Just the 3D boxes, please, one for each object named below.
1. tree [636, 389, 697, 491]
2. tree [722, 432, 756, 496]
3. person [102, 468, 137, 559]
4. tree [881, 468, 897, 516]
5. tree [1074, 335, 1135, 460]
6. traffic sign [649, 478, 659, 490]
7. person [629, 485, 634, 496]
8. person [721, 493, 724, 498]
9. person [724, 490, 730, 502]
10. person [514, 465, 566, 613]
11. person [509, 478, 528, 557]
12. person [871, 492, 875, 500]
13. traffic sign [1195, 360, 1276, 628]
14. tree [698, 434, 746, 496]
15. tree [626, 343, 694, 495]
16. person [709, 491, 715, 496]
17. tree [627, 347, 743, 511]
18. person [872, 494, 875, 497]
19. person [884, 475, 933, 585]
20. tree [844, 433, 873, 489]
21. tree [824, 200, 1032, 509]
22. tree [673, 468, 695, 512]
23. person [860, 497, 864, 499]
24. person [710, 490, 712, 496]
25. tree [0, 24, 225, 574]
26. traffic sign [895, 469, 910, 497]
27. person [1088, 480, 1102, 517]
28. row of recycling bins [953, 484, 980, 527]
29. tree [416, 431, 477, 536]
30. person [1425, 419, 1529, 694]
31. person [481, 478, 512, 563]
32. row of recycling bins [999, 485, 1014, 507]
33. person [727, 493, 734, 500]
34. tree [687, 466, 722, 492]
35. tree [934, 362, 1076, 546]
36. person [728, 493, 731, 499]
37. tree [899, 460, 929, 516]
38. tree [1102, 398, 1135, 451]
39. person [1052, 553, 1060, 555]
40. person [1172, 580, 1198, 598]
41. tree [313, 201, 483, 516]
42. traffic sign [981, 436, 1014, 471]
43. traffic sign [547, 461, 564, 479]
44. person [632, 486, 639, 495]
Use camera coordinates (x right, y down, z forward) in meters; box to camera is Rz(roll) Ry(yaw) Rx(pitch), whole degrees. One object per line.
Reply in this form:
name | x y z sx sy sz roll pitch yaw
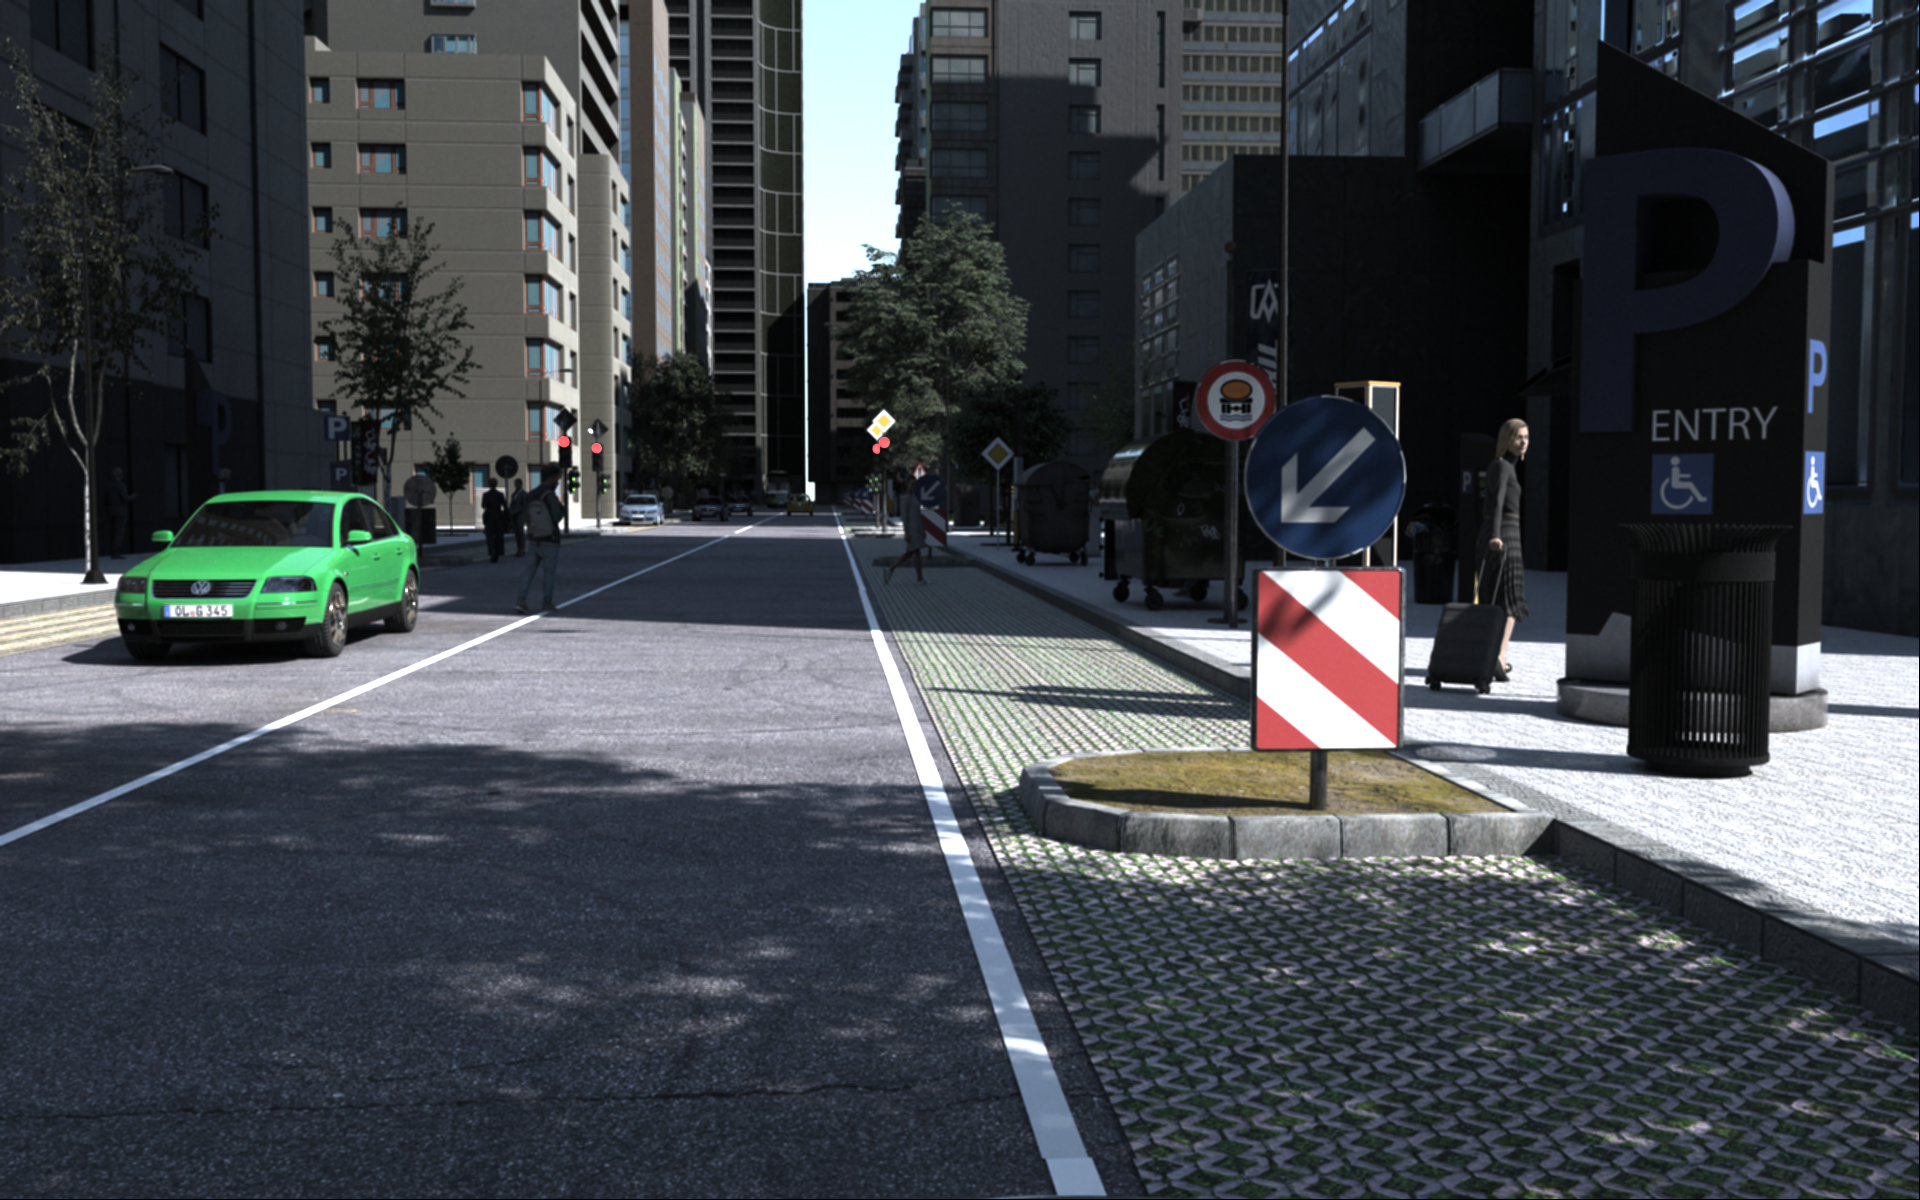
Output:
tree | -20.895 -10.486 121.802 4.360 8.622 3.978 0 3 0
tree | -26.669 -15.712 207.247 4.360 8.622 3.978 0 3 0
person | -16.673 -1.723 34.390 0.661 1.801 0.590 1 4 21
tree | -4.278 -6.985 108.798 1.663 3.219 1.824 0 3 0
tree | 7.348 -7.892 79.401 4.737 8.622 4.395 0 3 0
traffic sign | -19.238 -6.530 108.888 0.606 2.300 0.079 0 4 -4
person | -17.790 -5.306 93.370 0.480 1.755 0.524 -3 5 -40
person | -23.781 -10.032 173.329 0.557 1.426 1.065 2 4 25
person | -28.095 -12.476 210.111 1.350 1.814 0.705 0 4 -5
person | -5.005 -0.732 20.816 0.623 1.781 0.721 1 4 20
person | -10.152 -1.888 39.637 0.520 1.790 0.573 1 4 18
person | -9.638 -11.260 190.229 1.350 1.814 0.705 -1 4 -17
traffic sign | 2.622 -1.004 16.523 0.768 2.556 0.104 0 4 4
tree | -22.924 -12.703 158.049 4.737 8.622 4.395 0 3 0
tree | -19.099 -10.241 101.854 7.601 10.594 8.767 0 4 -1
person | -24.789 -10.103 171.191 1.348 1.831 0.705 1 4 12
tree | -21.613 -13.316 134.726 9.611 12.733 9.660 0 3 0
person | -8.270 -10.273 174.719 1.217 1.735 0.721 -1 4 -8
person | -0.800 -1.083 26.956 0.760 1.731 0.466 -1 4 -15
tree | -11.757 -15.624 205.814 4.737 8.622 4.395 0 3 0
tree | -1.241 -10.412 76.889 9.857 13.997 8.962 0 3 0
tree | -20.389 -8.060 126.381 1.663 3.219 1.824 0 3 0
person | -10.667 -11.058 187.282 0.683 1.767 0.568 0 4 -3
person | -26.010 -10.644 180.630 0.990 1.755 0.434 -1 4 -10
tree | -13.988 -4.730 27.702 4.360 8.622 3.978 0 3 0
traffic sign | -2.832 -5.228 85.581 0.768 2.556 0.104 0 4 -4
person | 3.941 -2.659 50.519 0.512 1.701 0.522 -1 4 -20
row of recycling bins | 0.259 -3.799 69.229 1.069 1.692 3.534 0 4 4
tree | -15.547 -3.581 53.158 1.663 3.219 1.824 0 3 0
person | 3.556 -0.336 11.758 0.699 1.804 1.509 3 5 40
person | -9.733 -1.675 36.307 0.576 1.772 0.534 -3 5 -42
row of recycling bins | 3.404 -4.131 74.648 3.534 1.692 1.069 0 4 2
person | -25.168 -11.073 190.277 0.799 1.438 0.628 -1 4 -15
tree | -22.383 -10.283 151.843 4.285 4.588 4.351 0 3 0
tree | 1.220 -3.639 43.212 4.285 4.588 4.351 0 3 0
person | -24.113 -10.515 181.230 0.557 1.426 1.065 -1 4 -16
tree | -2.025 -5.840 90.086 1.663 3.219 1.824 0 3 0
tree | 5.614 -3.928 47.933 4.285 4.588 4.351 0 3 0
person | 2.273 -1.874 36.596 0.656 1.842 0.836 -2 4 -32
person | 2.840 -0.924 21.496 0.721 1.781 0.623 2 4 34
tree | -14.620 -5.757 44.490 4.737 8.622 4.395 0 3 0
traffic sign | 0.883 -2.426 39.405 0.795 2.593 0.064 0 4 2
traffic sign | -15.847 -4.127 67.579 0.768 2.556 0.104 0 4 5
person | -20.148 -6.159 107.001 0.793 1.790 0.793 1 4 23
